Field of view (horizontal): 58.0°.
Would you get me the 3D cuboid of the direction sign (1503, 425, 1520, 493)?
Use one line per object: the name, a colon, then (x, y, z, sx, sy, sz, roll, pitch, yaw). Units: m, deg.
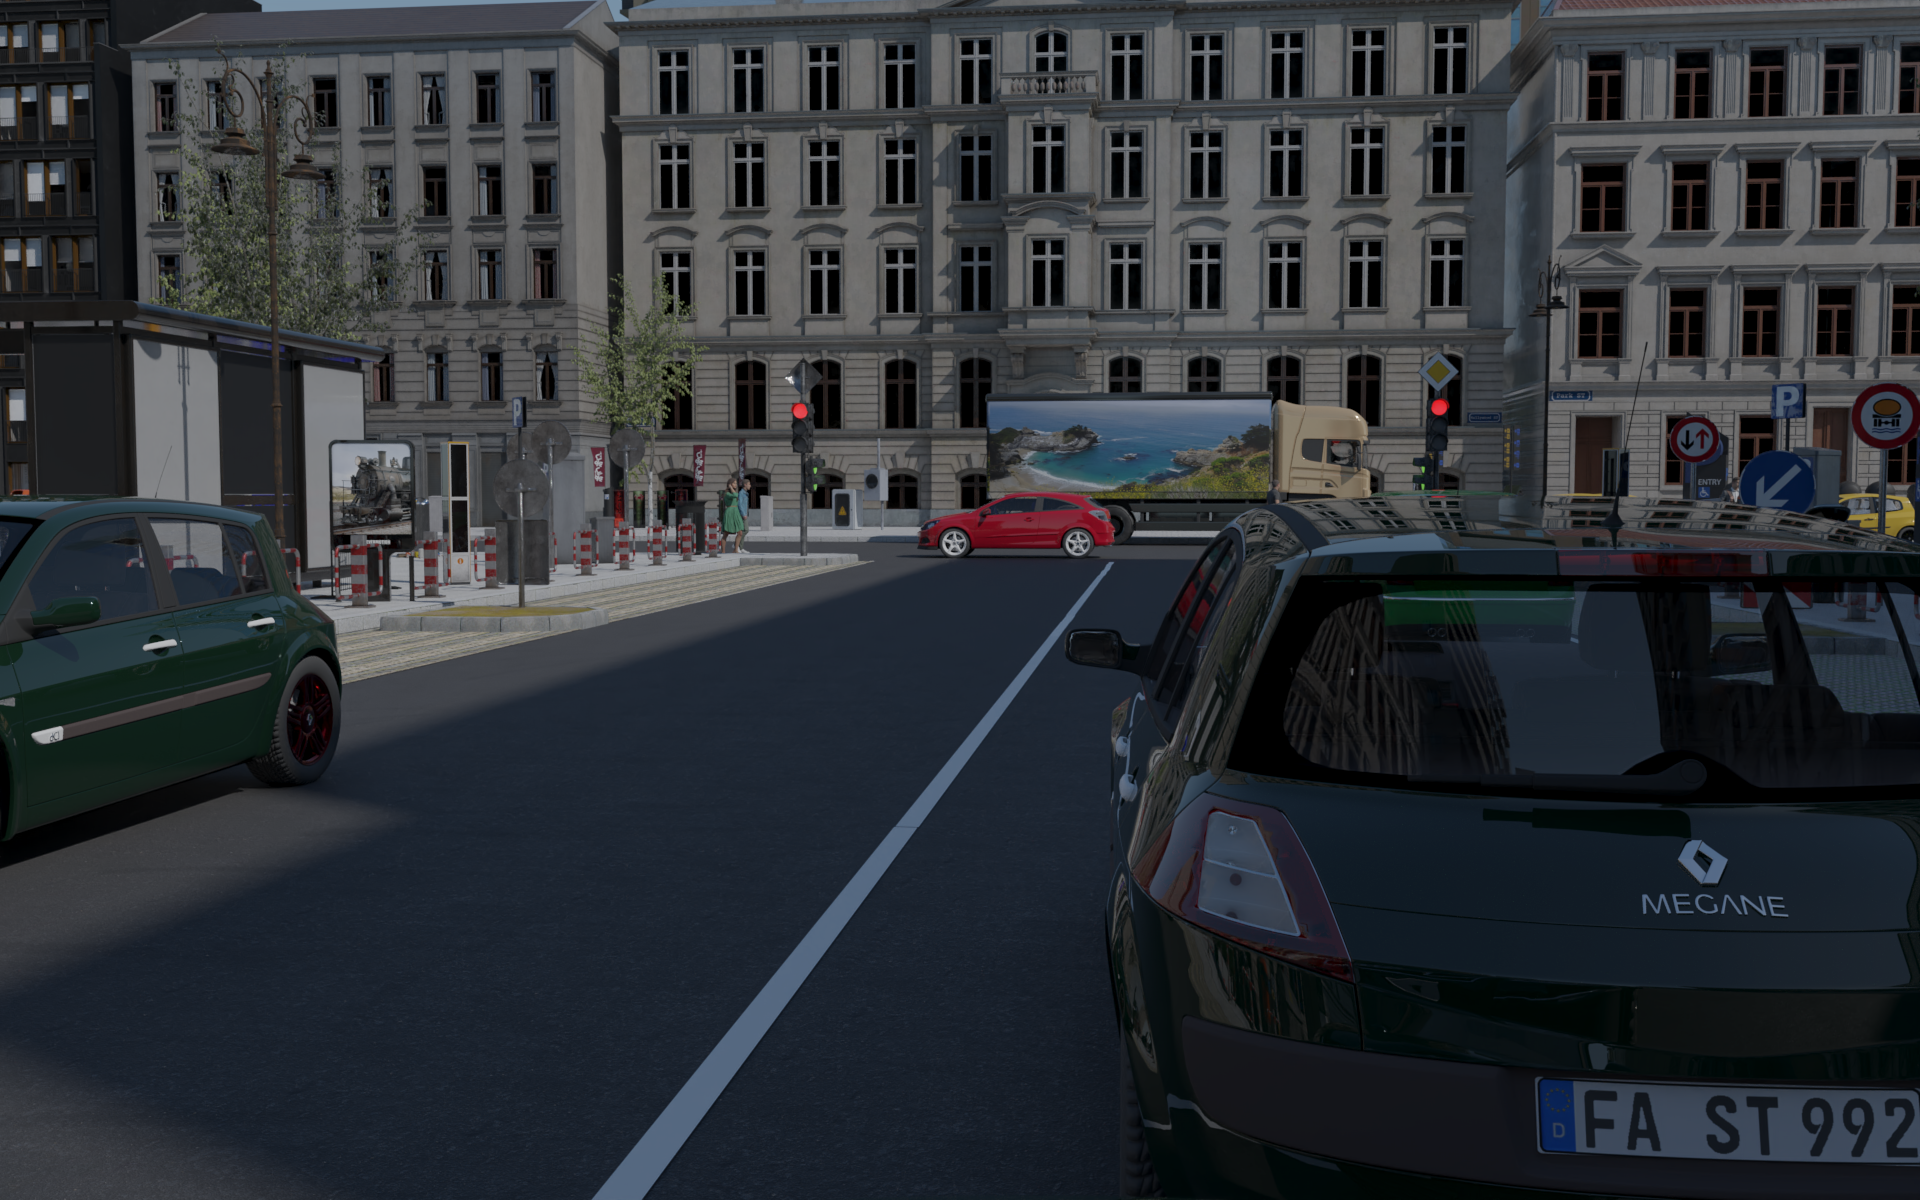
direction sign: (18.101, -3.970, 56.899, 0.876, 3.537, 0.379, -3, 4, -37)

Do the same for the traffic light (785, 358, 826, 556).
traffic light: (-3.217, -2.864, 35.744, 0.839, 4.253, 0.868, 0, 4, 7)

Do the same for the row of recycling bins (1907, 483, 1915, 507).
row of recycling bins: (31.036, -2.940, 55.190, 1.069, 1.692, 3.534, 1, 4, 13)

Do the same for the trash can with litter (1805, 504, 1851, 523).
trash can with litter: (10.193, -0.569, 20.691, 0.624, 1.170, 1.055, 1, 4, 9)

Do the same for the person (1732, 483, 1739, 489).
person: (18.350, -1.971, 40.846, 0.598, 1.807, 0.434, 0, 4, 4)

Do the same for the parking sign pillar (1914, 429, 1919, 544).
parking sign pillar: (14.625, -2.239, 25.085, 1.447, 3.967, 1.447, 1, 4, 16)

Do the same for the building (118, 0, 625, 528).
building: (-22.653, -13.553, 70.738, 18.267, 20.994, 9.793, 0, 4, 7)

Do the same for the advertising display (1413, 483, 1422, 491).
advertising display: (15.632, -3.304, 59.232, 0.123, 1.923, 0.974, 0, 4, 4)

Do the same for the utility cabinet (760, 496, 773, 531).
utility cabinet: (-6.701, -2.996, 60.147, 0.306, 1.237, 1.020, 0, 4, 3)

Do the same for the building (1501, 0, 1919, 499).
building: (31.611, -14.062, 66.077, 21.152, 22.565, 11.583, 0, 4, 7)

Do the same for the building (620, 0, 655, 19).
building: (-14.895, -29.708, 140.350, 22.147, 44.769, 28.867, 0, 4, 7)

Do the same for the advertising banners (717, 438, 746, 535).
advertising banners: (-7.219, -3.583, 54.767, 0.090, 3.025, 2.074, -2, 4, -32)

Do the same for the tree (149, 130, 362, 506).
tree: (-14.596, -5.212, 35.578, 4.737, 8.622, 4.395, 0, 3, 0)

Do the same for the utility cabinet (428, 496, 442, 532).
utility cabinet: (-17.433, -2.899, 58.563, 1.020, 1.237, 0.306, 1, 4, 11)

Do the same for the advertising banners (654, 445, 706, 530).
advertising banners: (-9.940, -4.003, 61.637, 2.074, 3.025, 0.090, 1, 4, 19)

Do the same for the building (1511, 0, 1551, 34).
building: (40.919, -29.162, 126.913, 14.600, 45.320, 14.200, 0, 4, 7)

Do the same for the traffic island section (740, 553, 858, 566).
traffic island section: (-3.256, -0.832, 35.883, 2.009, 0.180, 2.903, 0, 4, 7)

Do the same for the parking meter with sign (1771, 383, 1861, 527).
parking meter with sign: (13.819, -1.934, 27.889, 1.738, 3.016, 0.543, -2, 4, -30)

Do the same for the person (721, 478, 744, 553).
person: (-5.194, -1.872, 39.361, 0.529, 1.795, 0.600, 1, 4, 13)

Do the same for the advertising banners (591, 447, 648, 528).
advertising banners: (-12.731, -4.192, 64.727, 2.074, 3.025, 0.090, -1, 4, -14)

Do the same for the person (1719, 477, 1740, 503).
person: (17.893, -1.937, 40.138, 0.622, 1.834, 0.822, -1, 4, -14)

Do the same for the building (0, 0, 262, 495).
building: (-40.124, -14.933, 73.827, 15.834, 23.373, 12.332, 0, 4, 7)

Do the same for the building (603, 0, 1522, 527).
building: (4.073, -15.410, 71.038, 34.723, 24.649, 14.460, 0, 4, 7)

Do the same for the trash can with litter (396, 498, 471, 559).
trash can with litter: (-10.715, -1.494, 35.483, 1.678, 1.210, 2.233, 1, 4, 22)

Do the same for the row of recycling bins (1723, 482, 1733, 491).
row of recycling bins: (23.796, -2.738, 51.881, 1.069, 1.692, 3.534, 0, 4, 3)

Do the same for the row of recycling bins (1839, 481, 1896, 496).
row of recycling bins: (27.954, -2.957, 55.459, 3.534, 1.692, 1.069, 1, 4, 20)

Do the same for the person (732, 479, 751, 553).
person: (-5.250, -2.006, 41.639, 0.444, 1.785, 0.601, 0, 4, 8)

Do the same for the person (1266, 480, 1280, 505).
person: (8.306, -2.254, 45.488, 0.434, 1.807, 0.598, 0, 4, -8)

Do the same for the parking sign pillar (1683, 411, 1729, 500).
parking sign pillar: (24.128, -4.132, 56.037, 1.447, 3.967, 1.447, 2, 4, 34)

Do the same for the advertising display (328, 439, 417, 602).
advertising display: (-6.977, -0.941, 20.602, 0.974, 1.923, 0.123, -1, 4, -8)

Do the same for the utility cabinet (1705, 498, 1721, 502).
utility cabinet: (10.624, -0.825, 24.646, 0.306, 1.237, 1.020, 1, 4, 21)

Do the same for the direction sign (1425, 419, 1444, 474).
direction sign: (14.325, -3.691, 52.341, 0.876, 3.537, 0.379, -3, 5, -39)

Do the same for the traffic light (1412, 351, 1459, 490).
traffic light: (9.409, -2.774, 34.275, 0.839, 4.253, 0.868, 0, 4, 7)

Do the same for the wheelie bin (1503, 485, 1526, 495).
wheelie bin: (19.419, -3.241, 60.897, 0.693, 1.594, 0.980, -3, 4, -36)

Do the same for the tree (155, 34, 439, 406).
tree: (-11.041, -4.769, 28.341, 4.360, 8.622, 3.978, 0, 3, 0)

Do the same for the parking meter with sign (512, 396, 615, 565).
parking meter with sign: (-7.211, -2.162, 31.605, 1.738, 3.016, 0.543, -2, 4, -33)

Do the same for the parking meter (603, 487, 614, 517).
parking meter: (-12.238, -3.172, 60.278, 0.372, 1.533, 0.369, 0, 3, 0)
